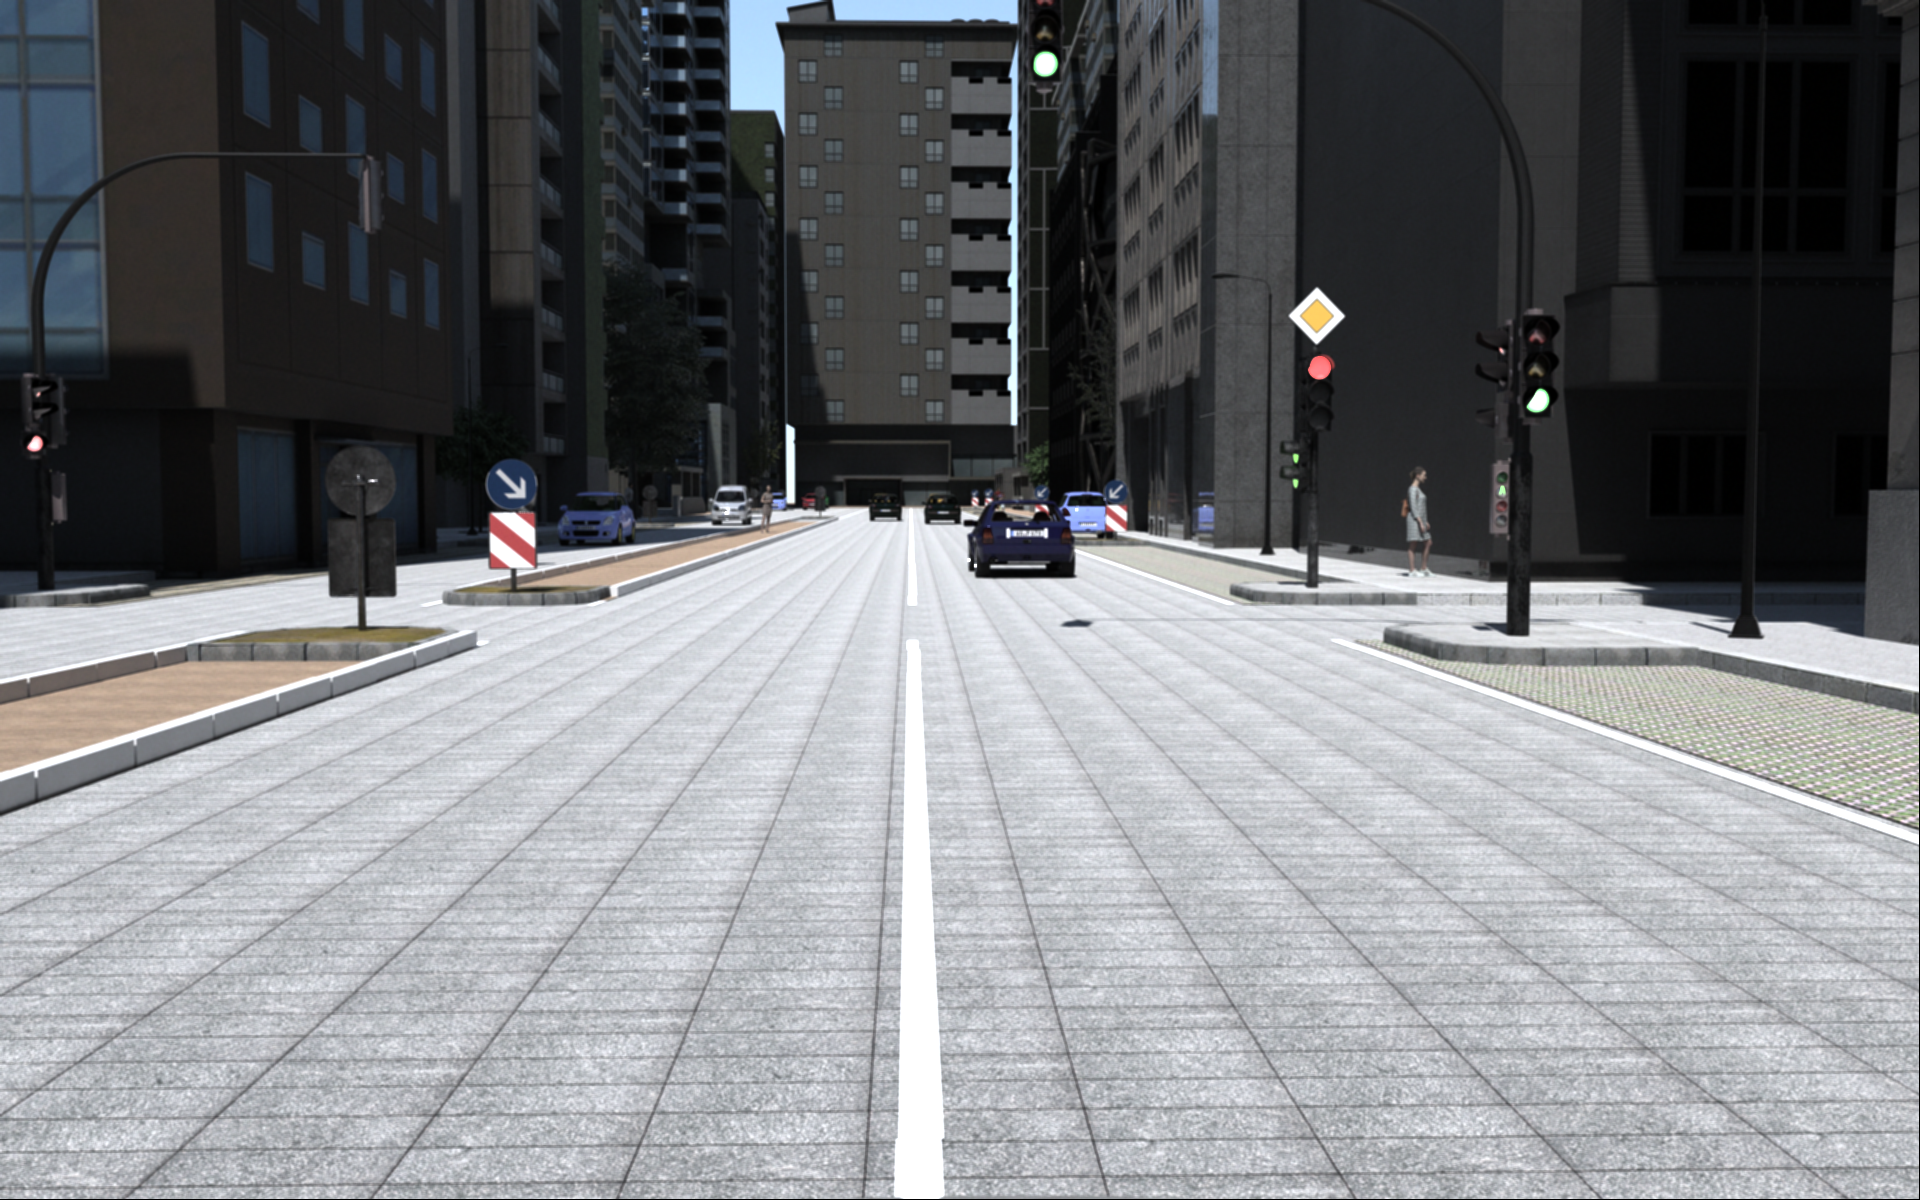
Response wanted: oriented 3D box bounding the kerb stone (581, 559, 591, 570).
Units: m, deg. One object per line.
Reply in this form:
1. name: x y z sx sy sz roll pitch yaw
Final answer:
1. kerb stone: -7.158 -0.632 32.653 0.120 0.150 1.000 0 4 -2

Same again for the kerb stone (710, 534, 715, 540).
1. kerb stone: -7.731 -1.889 53.172 0.120 0.150 1.000 0 4 -2

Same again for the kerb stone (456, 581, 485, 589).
1. kerb stone: -6.918 -0.133 24.441 0.120 0.150 1.000 0 4 -2

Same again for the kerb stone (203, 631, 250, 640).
1. kerb stone: -6.671 0.398 15.685 0.120 0.150 1.000 0 4 -2

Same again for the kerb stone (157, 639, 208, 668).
1. kerb stone: -6.638 0.469 14.656 0.120 0.150 1.000 0 4 -2

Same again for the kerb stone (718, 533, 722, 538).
1. kerb stone: -7.799 -2.020 55.215 0.120 0.150 1.000 0 4 -2

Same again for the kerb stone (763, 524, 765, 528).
1. kerb stone: -8.263 -3.024 71.636 0.120 0.150 1.000 0 4 -2

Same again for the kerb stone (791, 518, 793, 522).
1. kerb stone: -8.735 -4.027 88.029 0.120 0.150 1.000 0 4 -2

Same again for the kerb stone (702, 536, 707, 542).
1. kerb stone: -7.674 -1.765 51.118 0.120 0.150 1.000 0 4 -2

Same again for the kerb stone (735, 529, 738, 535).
1. kerb stone: -7.943 -2.333 60.345 0.120 0.150 1.000 0 4 -2

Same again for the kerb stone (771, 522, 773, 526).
1. kerb stone: -8.381 -3.269 75.746 0.120 0.150 1.000 0 4 -2

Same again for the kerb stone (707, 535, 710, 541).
1. kerb stone: -7.711 -1.829 52.143 0.120 0.150 1.000 0 4 -2

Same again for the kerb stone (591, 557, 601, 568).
1. kerb stone: -7.177 -0.702 33.676 0.120 0.150 1.000 0 4 -2

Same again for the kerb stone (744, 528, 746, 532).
1. kerb stone: -8.032 -2.522 63.425 0.120 0.150 1.000 0 4 -2

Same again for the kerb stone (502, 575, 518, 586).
1. kerb stone: -6.977 -0.259 26.493 0.120 0.150 1.000 0 4 -2

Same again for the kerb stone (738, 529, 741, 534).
1. kerb stone: -7.970 -2.396 61.370 0.120 0.150 1.000 0 4 -2

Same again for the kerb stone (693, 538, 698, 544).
1. kerb stone: -7.629 -1.643 49.069 0.120 0.150 1.000 0 4 -2

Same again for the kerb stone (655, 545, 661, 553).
1. kerb stone: -7.417 -1.205 41.892 0.120 0.150 1.000 0 4 -2

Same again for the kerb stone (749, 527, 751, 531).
1. kerb stone: -8.093 -2.647 65.482 0.120 0.150 1.000 0 4 -2

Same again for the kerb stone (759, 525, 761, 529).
1. kerb stone: -8.205 -2.898 69.585 0.120 0.150 1.000 0 4 -2

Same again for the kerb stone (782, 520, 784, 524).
1. kerb stone: -8.557 -3.651 81.885 0.120 0.150 1.000 0 4 -2

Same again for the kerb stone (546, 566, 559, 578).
1. kerb stone: -7.059 -0.452 29.582 0.120 0.150 1.000 0 4 -2

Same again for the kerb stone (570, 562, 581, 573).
1. kerb stone: -7.119 -0.575 31.632 0.120 0.150 1.000 0 4 -2

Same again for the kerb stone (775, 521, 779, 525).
1. kerb stone: -8.466 -3.463 78.819 0.120 0.150 1.000 0 4 -2

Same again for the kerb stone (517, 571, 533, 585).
1. kerb stone: -7.003 -0.326 27.521 0.120 0.150 1.000 0 4 -2

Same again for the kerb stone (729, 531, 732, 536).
1. kerb stone: -7.886 -2.208 58.297 0.120 0.150 1.000 0 4 -2

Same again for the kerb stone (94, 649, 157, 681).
1. kerb stone: -6.619 0.524 13.634 0.120 0.150 1.000 0 4 -2

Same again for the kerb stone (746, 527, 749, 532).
1. kerb stone: -8.064 -2.585 64.460 0.120 0.150 1.000 0 4 -2

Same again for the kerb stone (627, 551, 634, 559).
1. kerb stone: -7.303 -0.953 37.781 0.120 0.150 1.000 0 4 -2

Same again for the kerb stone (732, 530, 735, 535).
1. kerb stone: -7.913 -2.271 59.323 0.120 0.150 1.000 0 4 -2

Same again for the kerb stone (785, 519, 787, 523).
1. kerb stone: -8.610 -3.773 83.939 0.120 0.150 1.000 0 4 -2

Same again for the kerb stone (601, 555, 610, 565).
1. kerb stone: -7.212 -0.765 34.697 0.120 0.150 1.000 0 4 -2

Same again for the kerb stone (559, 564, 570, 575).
1. kerb stone: -7.099 -0.515 30.609 0.120 0.150 1.000 0 4 -2

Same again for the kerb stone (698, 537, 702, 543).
1. kerb stone: -7.647 -1.706 50.091 0.120 0.150 1.000 0 4 -2

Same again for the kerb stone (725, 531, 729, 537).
1. kerb stone: -7.847 -2.146 57.275 0.120 0.150 1.000 0 4 -2

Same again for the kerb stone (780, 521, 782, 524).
1. kerb stone: -8.528 -3.585 80.863 0.120 0.150 1.000 0 4 -2

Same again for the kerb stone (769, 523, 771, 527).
1. kerb stone: -8.347 -3.207 74.716 0.120 0.150 1.000 0 4 -2

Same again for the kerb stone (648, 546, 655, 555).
1. kerb stone: -7.386 -1.142 40.861 0.120 0.150 1.000 0 4 -2

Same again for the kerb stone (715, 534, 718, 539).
1. kerb stone: -7.769 -1.957 54.193 0.120 0.150 1.000 0 4 -2

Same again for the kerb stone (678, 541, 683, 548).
1. kerb stone: -7.537 -1.456 45.993 0.120 0.150 1.000 0 4 -2

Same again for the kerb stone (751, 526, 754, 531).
1. kerb stone: -8.116 -2.710 66.504 0.120 0.150 1.000 0 4 -2

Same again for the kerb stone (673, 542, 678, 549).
1. kerb stone: -7.508 -1.393 44.969 0.120 0.150 1.000 0 4 -2

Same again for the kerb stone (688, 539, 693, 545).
1. kerb stone: -7.601 -1.581 48.044 0.120 0.150 1.000 0 4 -2

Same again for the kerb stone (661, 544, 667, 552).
1. kerb stone: -7.447 -1.267 42.914 0.120 0.150 1.000 0 4 -2

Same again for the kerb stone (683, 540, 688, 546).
1. kerb stone: -7.568 -1.514 47.022 0.120 0.150 1.000 0 4 -2

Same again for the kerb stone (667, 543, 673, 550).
1. kerb stone: -7.473 -1.330 43.948 0.120 0.150 1.000 0 4 -2

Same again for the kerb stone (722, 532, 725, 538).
1. kerb stone: -7.824 -2.083 56.245 0.120 0.150 1.000 0 4 -2

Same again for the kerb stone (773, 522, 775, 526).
1. kerb stone: -8.411 -3.338 76.768 0.120 0.150 1.000 0 4 -2

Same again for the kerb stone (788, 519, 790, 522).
1. kerb stone: -8.671 -3.896 85.983 0.120 0.150 1.000 0 4 -2

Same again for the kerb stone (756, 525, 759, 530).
1. kerb stone: -8.177 -2.836 68.560 0.120 0.150 1.000 0 4 -2

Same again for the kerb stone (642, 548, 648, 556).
1. kerb stone: -7.361 -1.079 39.837 0.120 0.150 1.000 0 4 -2

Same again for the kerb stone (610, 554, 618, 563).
1. kerb stone: -7.249 -0.827 35.721 0.120 0.150 1.000 0 4 -2

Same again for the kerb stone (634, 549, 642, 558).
1. kerb stone: -7.325 -1.012 38.804 0.120 0.150 1.000 0 4 -2

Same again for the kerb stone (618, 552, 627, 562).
1. kerb stone: -7.263 -0.889 36.754 0.120 0.150 1.000 0 4 -2

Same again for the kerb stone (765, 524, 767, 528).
1. kerb stone: -8.293 -3.087 72.669 0.120 0.150 1.000 0 4 -2

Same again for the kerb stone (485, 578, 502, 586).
1. kerb stone: -6.951 -0.198 25.464 0.120 0.150 1.000 0 4 -2

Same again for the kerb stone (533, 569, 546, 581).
1. kerb stone: -7.039 -0.387 28.552 0.120 0.150 1.000 0 4 -2

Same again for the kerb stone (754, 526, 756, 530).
1. kerb stone: -8.140 -2.767 67.530 0.120 0.150 1.000 0 4 -2

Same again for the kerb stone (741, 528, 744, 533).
1. kerb stone: -7.998 -2.459 62.400 0.120 0.150 1.000 0 4 -2
